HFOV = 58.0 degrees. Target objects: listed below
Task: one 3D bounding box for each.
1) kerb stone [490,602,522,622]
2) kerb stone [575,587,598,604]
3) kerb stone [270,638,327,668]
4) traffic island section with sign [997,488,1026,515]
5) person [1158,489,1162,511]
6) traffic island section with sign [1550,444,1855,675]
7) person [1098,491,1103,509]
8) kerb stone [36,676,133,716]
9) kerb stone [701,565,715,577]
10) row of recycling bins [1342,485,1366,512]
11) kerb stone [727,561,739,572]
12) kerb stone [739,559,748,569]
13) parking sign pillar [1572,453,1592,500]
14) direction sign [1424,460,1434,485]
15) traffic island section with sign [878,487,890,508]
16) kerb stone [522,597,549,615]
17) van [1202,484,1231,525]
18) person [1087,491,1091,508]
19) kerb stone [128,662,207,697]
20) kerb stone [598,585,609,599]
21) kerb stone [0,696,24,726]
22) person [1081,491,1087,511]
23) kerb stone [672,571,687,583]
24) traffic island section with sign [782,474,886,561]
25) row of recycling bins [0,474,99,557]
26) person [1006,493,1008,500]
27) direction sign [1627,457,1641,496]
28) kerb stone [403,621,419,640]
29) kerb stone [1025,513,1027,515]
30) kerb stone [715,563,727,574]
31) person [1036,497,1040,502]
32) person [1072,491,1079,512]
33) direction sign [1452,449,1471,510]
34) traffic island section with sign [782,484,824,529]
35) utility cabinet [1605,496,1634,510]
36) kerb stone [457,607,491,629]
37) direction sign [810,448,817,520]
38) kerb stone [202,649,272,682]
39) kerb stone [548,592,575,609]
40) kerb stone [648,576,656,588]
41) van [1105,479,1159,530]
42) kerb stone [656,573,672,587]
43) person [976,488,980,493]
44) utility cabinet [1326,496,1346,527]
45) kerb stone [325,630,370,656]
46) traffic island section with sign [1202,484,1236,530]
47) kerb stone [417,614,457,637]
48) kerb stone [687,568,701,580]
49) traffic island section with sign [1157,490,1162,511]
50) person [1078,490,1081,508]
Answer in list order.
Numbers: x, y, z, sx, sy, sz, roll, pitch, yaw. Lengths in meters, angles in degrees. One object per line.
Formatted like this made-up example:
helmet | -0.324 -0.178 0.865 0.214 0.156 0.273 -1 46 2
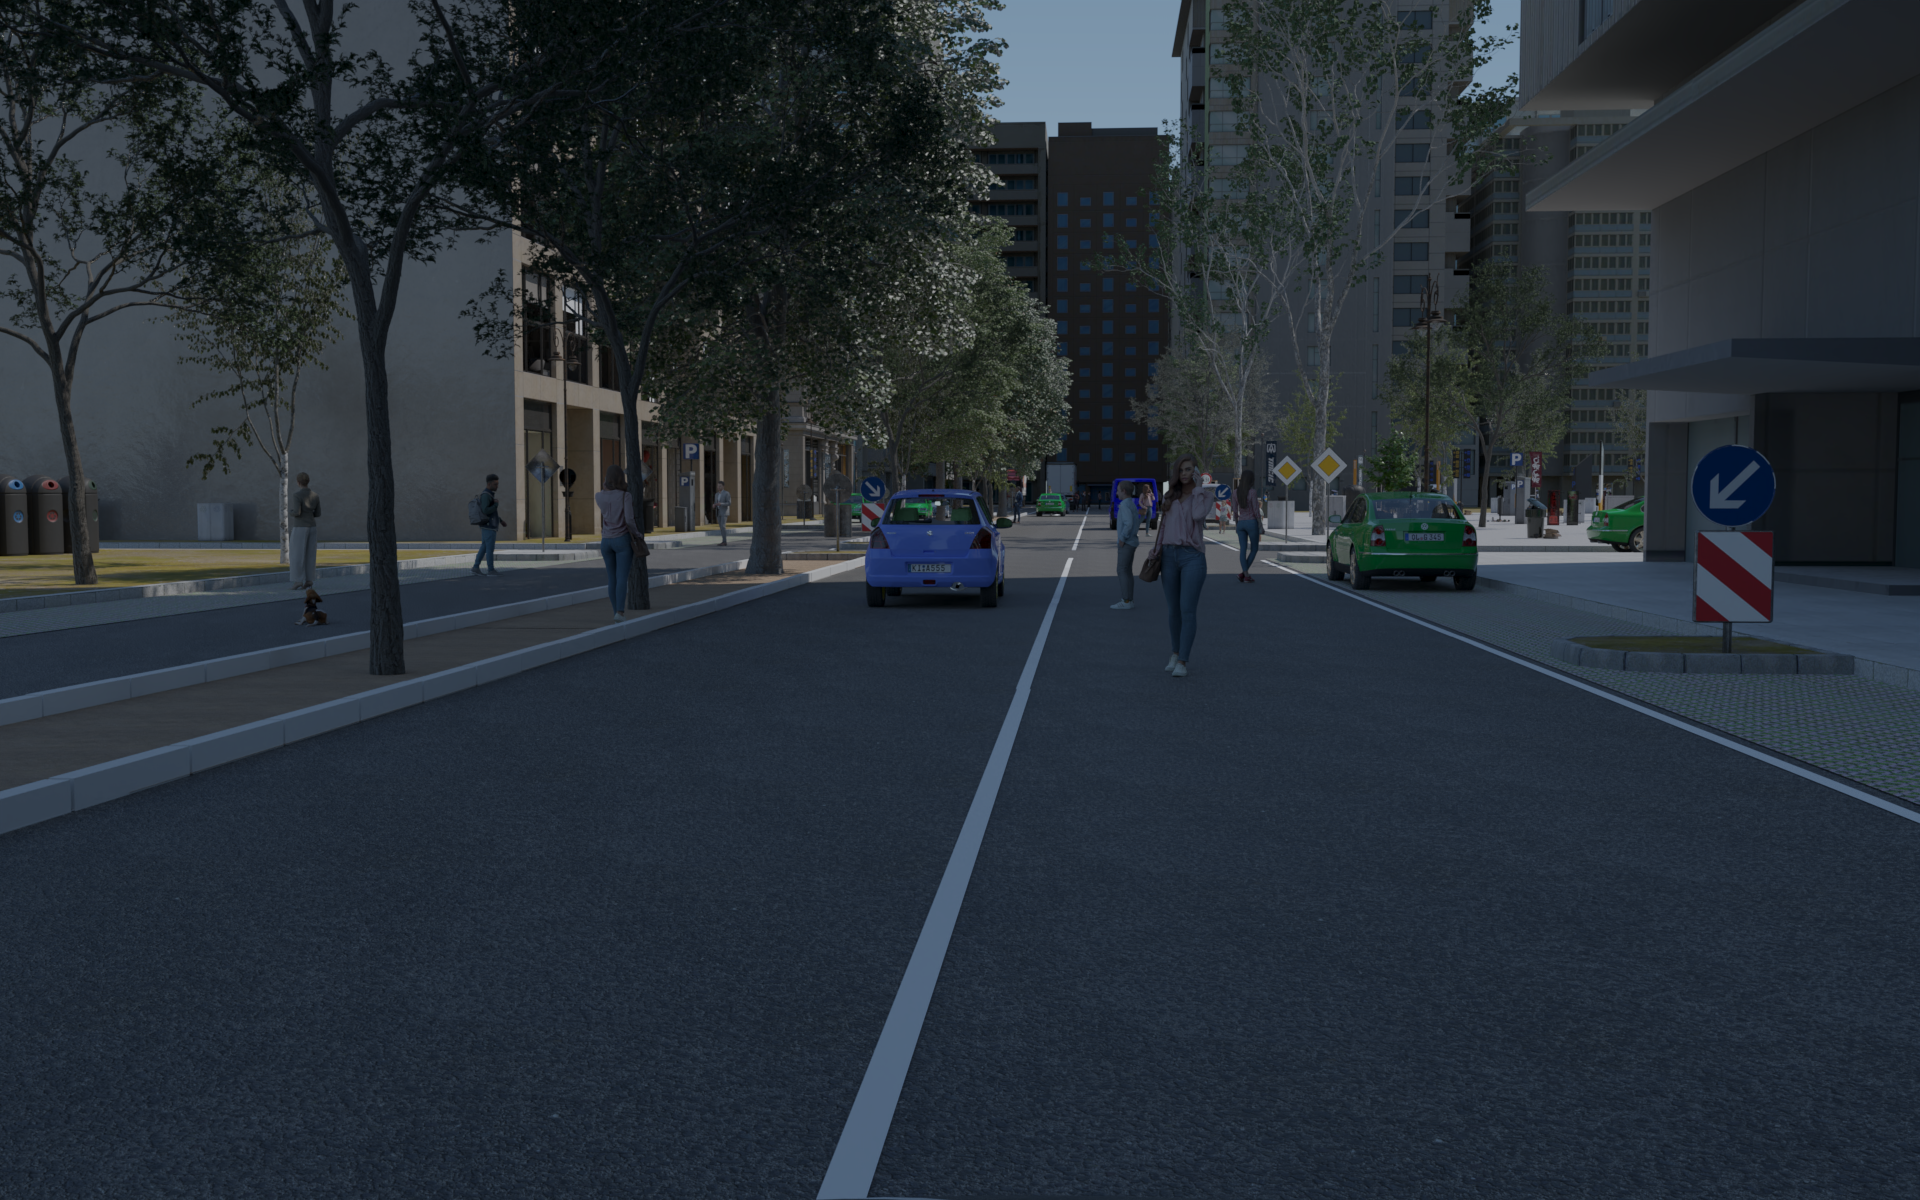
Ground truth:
kerb stone | -5.248 0.151 19.731 0.120 0.150 1.000 0 4 4
kerb stone | -5.007 -0.038 22.809 0.120 0.150 1.000 0 4 4
kerb stone | -5.649 0.463 14.633 0.120 0.150 1.000 0 4 4
traffic island section with sign | 3.585 -6.861 120.314 2.006 1.907 1.989 0 4 4
person | 16.316 -8.171 142.108 0.705 1.823 1.348 -1 4 -11
traffic island section with sign | 6.144 -0.369 14.657 1.989 1.847 2.006 0 4 4
person | 13.174 -9.356 162.176 0.721 1.736 1.217 1 4 18
kerb stone | -5.881 0.650 11.576 0.120 0.150 1.000 0 4 4
kerb stone | -4.460 -0.476 29.978 0.120 0.150 1.000 0 4 4
row of recycling bins | 17.610 -4.319 77.727 1.069 1.692 3.534 1 4 9
kerb stone | -4.298 -0.601 32.021 0.120 0.150 1.000 0 4 4
kerb stone | -4.218 -0.662 33.050 0.120 0.150 1.000 0 4 4
parking sign pillar | 41.254 -7.734 114.925 1.447 3.967 1.447 -1 4 -20
direction sign | 31.570 -7.629 116.723 0.379 3.537 0.876 -2 4 -29
traffic island section with sign | -4.291 -5.455 97.813 1.989 1.847 2.006 0 4 4
kerb stone | -5.175 0.092 20.757 0.120 0.150 1.000 0 4 4
van | 10.407 -4.023 72.790 2.013 2.044 4.112 0 4 5
person | 13.780 -10.712 184.435 0.445 1.727 0.742 0 4 1
kerb stone | -5.807 0.590 12.595 0.120 0.150 1.000 0 4 4
kerb stone | -4.935 -0.100 23.832 0.120 0.150 1.000 0 4 4
kerb stone | -5.955 0.715 10.557 0.120 0.150 1.000 0 4 4
person | 10.331 -8.271 144.538 0.445 1.727 0.742 1 4 20
kerb stone | -4.616 -0.349 27.932 0.120 0.150 1.000 0 4 4
traffic island section with sign | -2.775 -1.827 38.013 2.006 1.907 1.989 0 4 4
row of recycling bins | -19.623 -1.782 36.241 1.069 1.692 3.534 1 4 18
person | 3.473 -7.757 136.043 0.721 1.735 1.217 3 4 36
direction sign | 41.399 -6.998 106.420 0.876 3.537 0.379 -1 4 -13
kerb stone | -5.486 0.342 16.671 0.120 0.150 1.000 0 4 4
kerb stone | 4.238 -5.688 115.193 0.120 0.150 1.000 0 4 4
kerb stone | -4.380 -0.536 31.003 0.120 0.150 1.000 0 4 4
person | 6.809 -8.266 146.882 0.697 1.427 0.421 1 4 10
person | 9.081 -7.730 136.359 0.593 1.643 0.415 0 4 -3
direction sign | 25.056 -5.785 86.574 0.876 3.537 0.379 1 4 21
traffic island section with sign | -6.385 -3.799 70.741 1.989 1.847 2.006 0 4 4
utility cabinet | 25.484 -3.413 66.963 1.020 1.237 0.306 0 4 1
kerb stone | -5.324 0.213 18.712 0.120 0.150 1.000 0 4 4
direction sign | -7.186 -5.670 84.698 0.379 3.537 0.876 1 4 15
kerb stone | -5.722 0.525 13.613 0.120 0.150 1.000 0 4 4
kerb stone | -5.087 0.025 21.786 0.120 0.150 1.000 0 4 4
kerb stone | -4.772 -0.226 25.886 0.120 0.150 1.000 0 4 4
van | 7.105 -4.080 71.087 2.240 2.365 5.245 0 4 4
kerb stone | -4.697 -0.288 26.906 0.120 0.150 1.000 0 4 4
person | 1.385 -7.529 131.230 0.705 1.869 1.348 -1 4 -15
utility cabinet | 14.374 -3.412 66.947 1.020 1.237 0.306 3 4 36
kerb stone | -5.565 0.400 15.652 0.120 0.150 1.000 0 4 4
traffic island section with sign | 10.383 -3.719 69.441 1.989 1.847 2.006 0 4 4
kerb stone | -5.405 0.276 17.690 0.120 0.150 1.000 0 4 4
kerb stone | -4.538 -0.413 28.959 0.120 0.150 1.000 0 4 4
traffic island section with sign | 16.323 -8.425 146.369 1.989 1.847 2.006 0 4 4
person | 12.388 -10.535 180.768 0.705 1.821 1.348 1 4 13
